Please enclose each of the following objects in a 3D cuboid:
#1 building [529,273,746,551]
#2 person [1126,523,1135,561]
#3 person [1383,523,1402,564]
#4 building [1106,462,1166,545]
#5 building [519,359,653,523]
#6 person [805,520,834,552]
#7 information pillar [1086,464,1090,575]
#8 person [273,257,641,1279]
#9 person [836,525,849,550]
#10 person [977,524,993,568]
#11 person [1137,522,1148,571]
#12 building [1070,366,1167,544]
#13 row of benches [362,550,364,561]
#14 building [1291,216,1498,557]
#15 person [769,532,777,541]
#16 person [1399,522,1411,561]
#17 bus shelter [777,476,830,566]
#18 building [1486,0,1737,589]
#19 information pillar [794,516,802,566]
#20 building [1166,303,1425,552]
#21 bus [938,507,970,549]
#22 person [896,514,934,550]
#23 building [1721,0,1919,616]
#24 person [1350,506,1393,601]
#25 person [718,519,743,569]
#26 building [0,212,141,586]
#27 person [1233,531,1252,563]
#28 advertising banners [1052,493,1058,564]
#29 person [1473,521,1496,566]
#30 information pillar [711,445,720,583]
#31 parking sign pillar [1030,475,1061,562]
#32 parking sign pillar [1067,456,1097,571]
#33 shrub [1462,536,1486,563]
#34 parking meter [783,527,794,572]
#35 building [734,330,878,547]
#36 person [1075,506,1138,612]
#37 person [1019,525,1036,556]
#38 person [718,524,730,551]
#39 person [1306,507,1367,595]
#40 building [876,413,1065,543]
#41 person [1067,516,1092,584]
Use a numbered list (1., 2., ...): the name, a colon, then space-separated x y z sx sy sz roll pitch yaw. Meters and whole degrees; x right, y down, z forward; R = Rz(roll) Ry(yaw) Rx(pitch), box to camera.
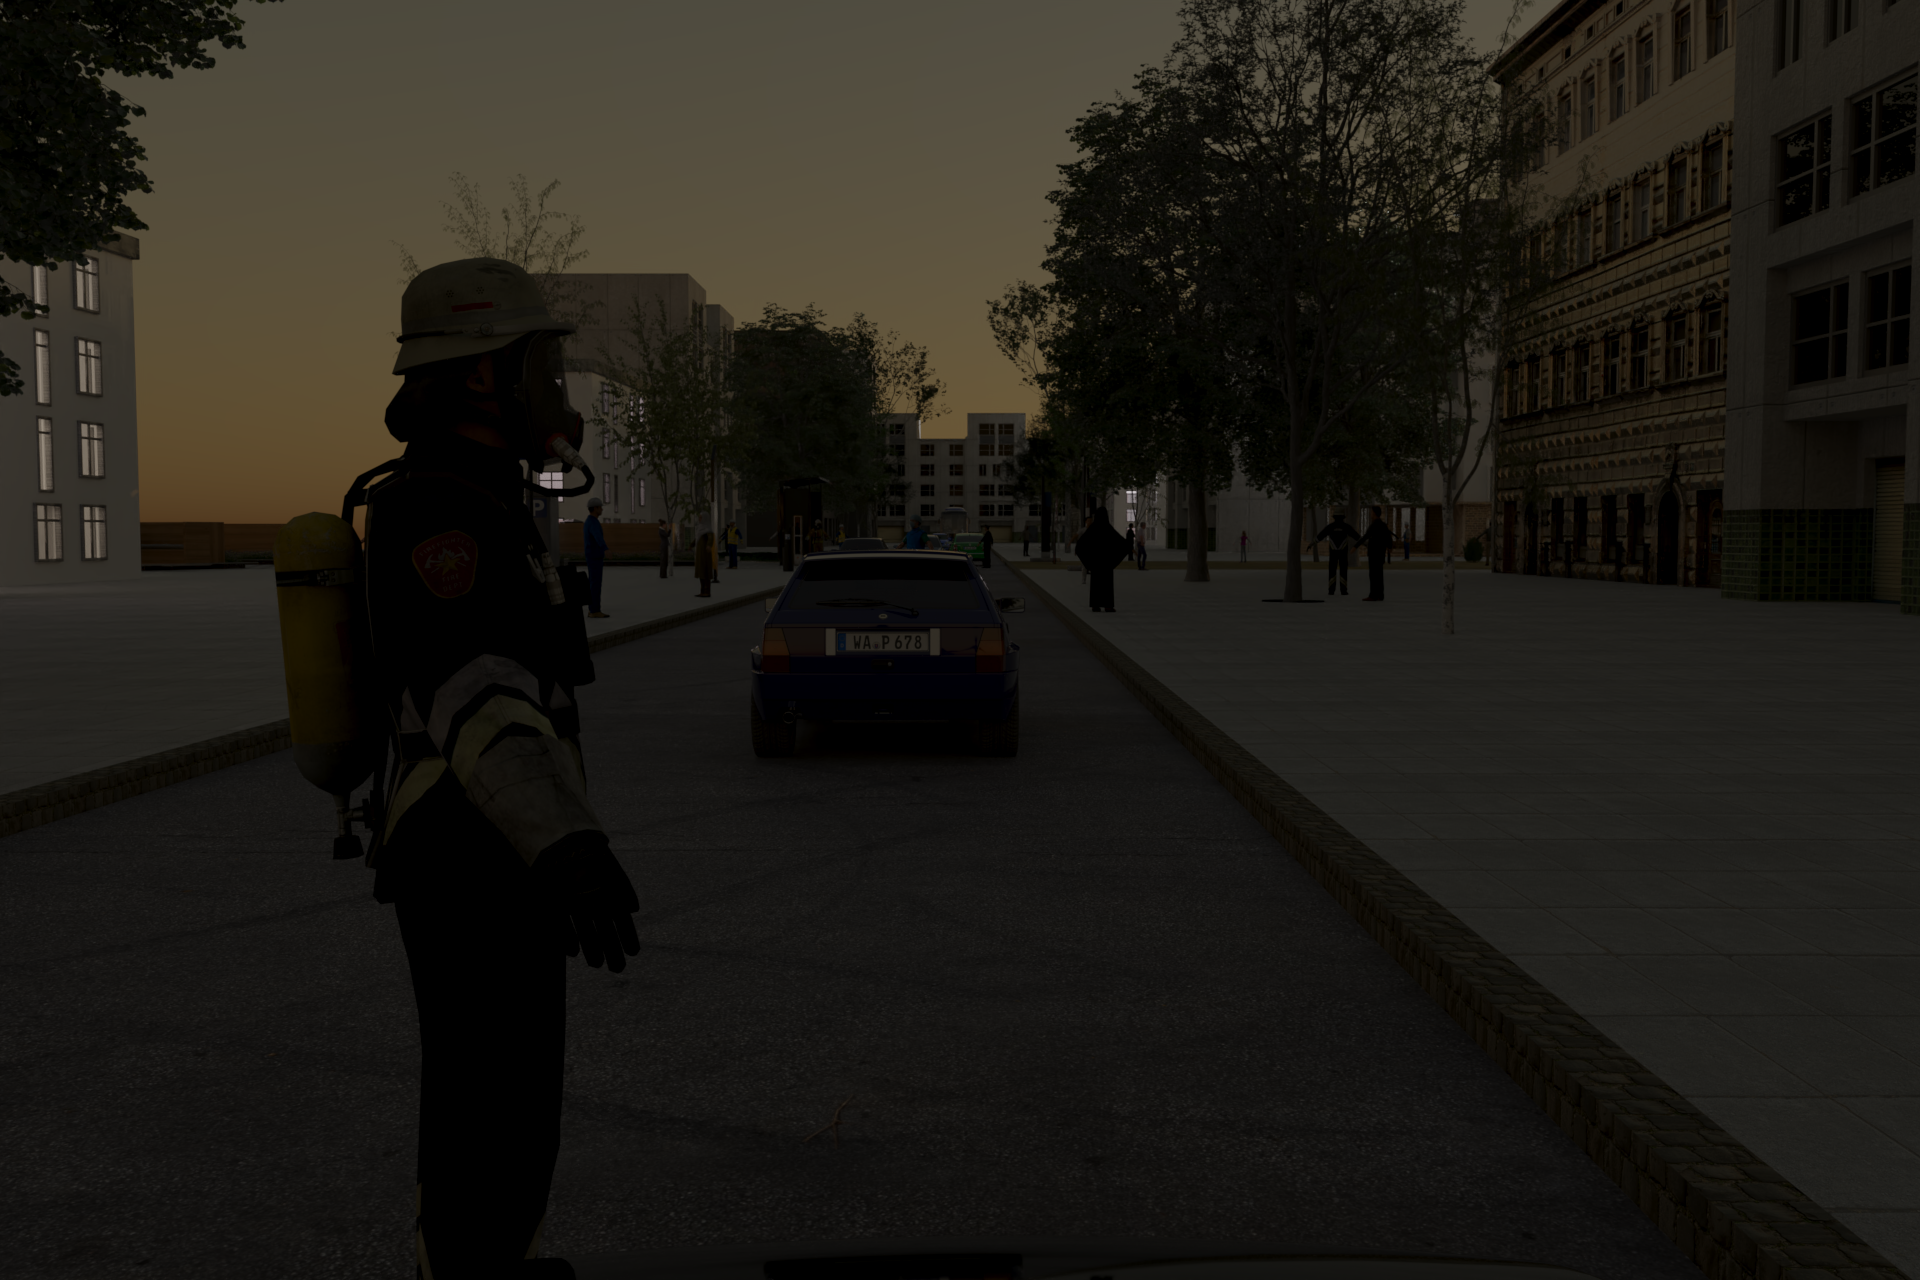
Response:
1. building: -26.800 -16.330 133.449 16.747 18.905 31.486 0 4 0
2. person: 8.240 -4.707 83.139 0.705 1.806 1.347 -1 4 -19
3. person: 18.128 -4.083 73.480 1.216 1.740 0.721 0 4 -3
4. building: 23.126 -16.381 209.974 9.099 9.664 28.070 0 4 1
5. building: -21.726 -9.481 97.160 9.099 9.664 28.070 0 4 1
6. person: -5.597 -3.834 68.461 1.354 1.858 0.705 -3 4 -36
7. information pillar: 4.055 -3.895 55.042 0.183 3.616 0.504 0 3 0
8. person: -0.724 0.337 2.732 0.705 1.856 1.354 -1 4 -19
9. person: -5.996 -5.038 88.843 0.721 1.772 1.216 2 4 33
10. person: 1.116 -3.934 72.717 0.705 1.837 1.347 2 4 28
11. person: 6.456 -3.314 61.169 0.436 1.711 0.756 0 4 5
12. building: 24.676 -24.572 232.672 19.493 23.208 18.063 0 4 0
13. row of benches: -22.978 -3.279 69.070 1.422 0.672 4.104 2 4 23
14. building: 26.365 -15.502 109.878 16.016 20.090 11.380 0 4 0
15. person: -9.980 -5.518 96.407 1.347 1.806 0.705 1 4 21
16. person: 21.472 -4.740 83.354 0.705 1.847 1.347 0 4 -6
17. bus shelter: -6.602 -5.034 73.583 1.731 3.624 6.357 0 4 0
18. building: 26.789 -13.245 47.486 19.493 23.208 18.063 0 4 0
19. information pillar: -6.523 -3.994 69.793 0.304 2.012 0.304 0 4 1
20. building: 26.376 -16.489 136.052 16.747 18.905 31.486 0 4 0
21. bus: -0.446 -10.417 161.860 2.896 3.916 12.251 0 4 1
22. person: -0.898 -1.554 33.987 0.704 1.817 1.347 -3 5 -43
23. building: 23.265 -9.271 18.045 16.747 18.905 31.486 0 4 1
24. person: 7.950 -1.660 33.203 1.348 1.821 0.705 -3 5 -43
25. person: -8.385 -3.533 63.737 1.349 1.833 0.705 3 5 43
26. building: -24.274 -5.705 35.420 9.099 9.664 28.070 0 4 1
27. person: 12.682 -4.186 77.704 0.991 1.433 0.599 -2 4 -25
28. advertising banners: 4.049 -4.754 73.908 0.090 3.025 2.074 0 4 -1
29. person: 21.570 -3.920 70.367 1.348 1.796 0.705 1 4 12
30. information pillar: -6.416 -3.296 45.242 0.183 3.616 0.504 0 4 1
31. parking sign pillar: 3.970 -5.612 80.234 1.447 3.967 1.447 0 4 1
32. parking sign pillar: 4.458 -4.384 60.144 1.447 3.967 1.447 0 4 0
33. shrub: 23.027 -4.070 77.656 1.383 1.207 1.383 0 3 0
34. parking meter: -5.880 -3.112 59.294 0.372 1.533 0.369 0 3 0
35. building: -24.122 -21.168 190.068 27.936 21.610 32.646 0 4 1
36. person: 2.386 -1.331 28.549 1.214 1.737 0.721 3 4 38
37. person: 3.824 -5.703 99.378 0.705 1.813 1.348 3 5 44
38. person: -13.104 -5.619 97.805 1.347 1.837 0.705 -3 5 -43
39. person: 7.970 -1.871 36.461 1.351 1.845 0.704 1 4 17
40. building: 1.131 -23.861 259.047 31.486 18.905 16.747 0 4 1
41. person: 3.342 -2.318 44.664 1.217 1.739 0.721 -1 4 -13
